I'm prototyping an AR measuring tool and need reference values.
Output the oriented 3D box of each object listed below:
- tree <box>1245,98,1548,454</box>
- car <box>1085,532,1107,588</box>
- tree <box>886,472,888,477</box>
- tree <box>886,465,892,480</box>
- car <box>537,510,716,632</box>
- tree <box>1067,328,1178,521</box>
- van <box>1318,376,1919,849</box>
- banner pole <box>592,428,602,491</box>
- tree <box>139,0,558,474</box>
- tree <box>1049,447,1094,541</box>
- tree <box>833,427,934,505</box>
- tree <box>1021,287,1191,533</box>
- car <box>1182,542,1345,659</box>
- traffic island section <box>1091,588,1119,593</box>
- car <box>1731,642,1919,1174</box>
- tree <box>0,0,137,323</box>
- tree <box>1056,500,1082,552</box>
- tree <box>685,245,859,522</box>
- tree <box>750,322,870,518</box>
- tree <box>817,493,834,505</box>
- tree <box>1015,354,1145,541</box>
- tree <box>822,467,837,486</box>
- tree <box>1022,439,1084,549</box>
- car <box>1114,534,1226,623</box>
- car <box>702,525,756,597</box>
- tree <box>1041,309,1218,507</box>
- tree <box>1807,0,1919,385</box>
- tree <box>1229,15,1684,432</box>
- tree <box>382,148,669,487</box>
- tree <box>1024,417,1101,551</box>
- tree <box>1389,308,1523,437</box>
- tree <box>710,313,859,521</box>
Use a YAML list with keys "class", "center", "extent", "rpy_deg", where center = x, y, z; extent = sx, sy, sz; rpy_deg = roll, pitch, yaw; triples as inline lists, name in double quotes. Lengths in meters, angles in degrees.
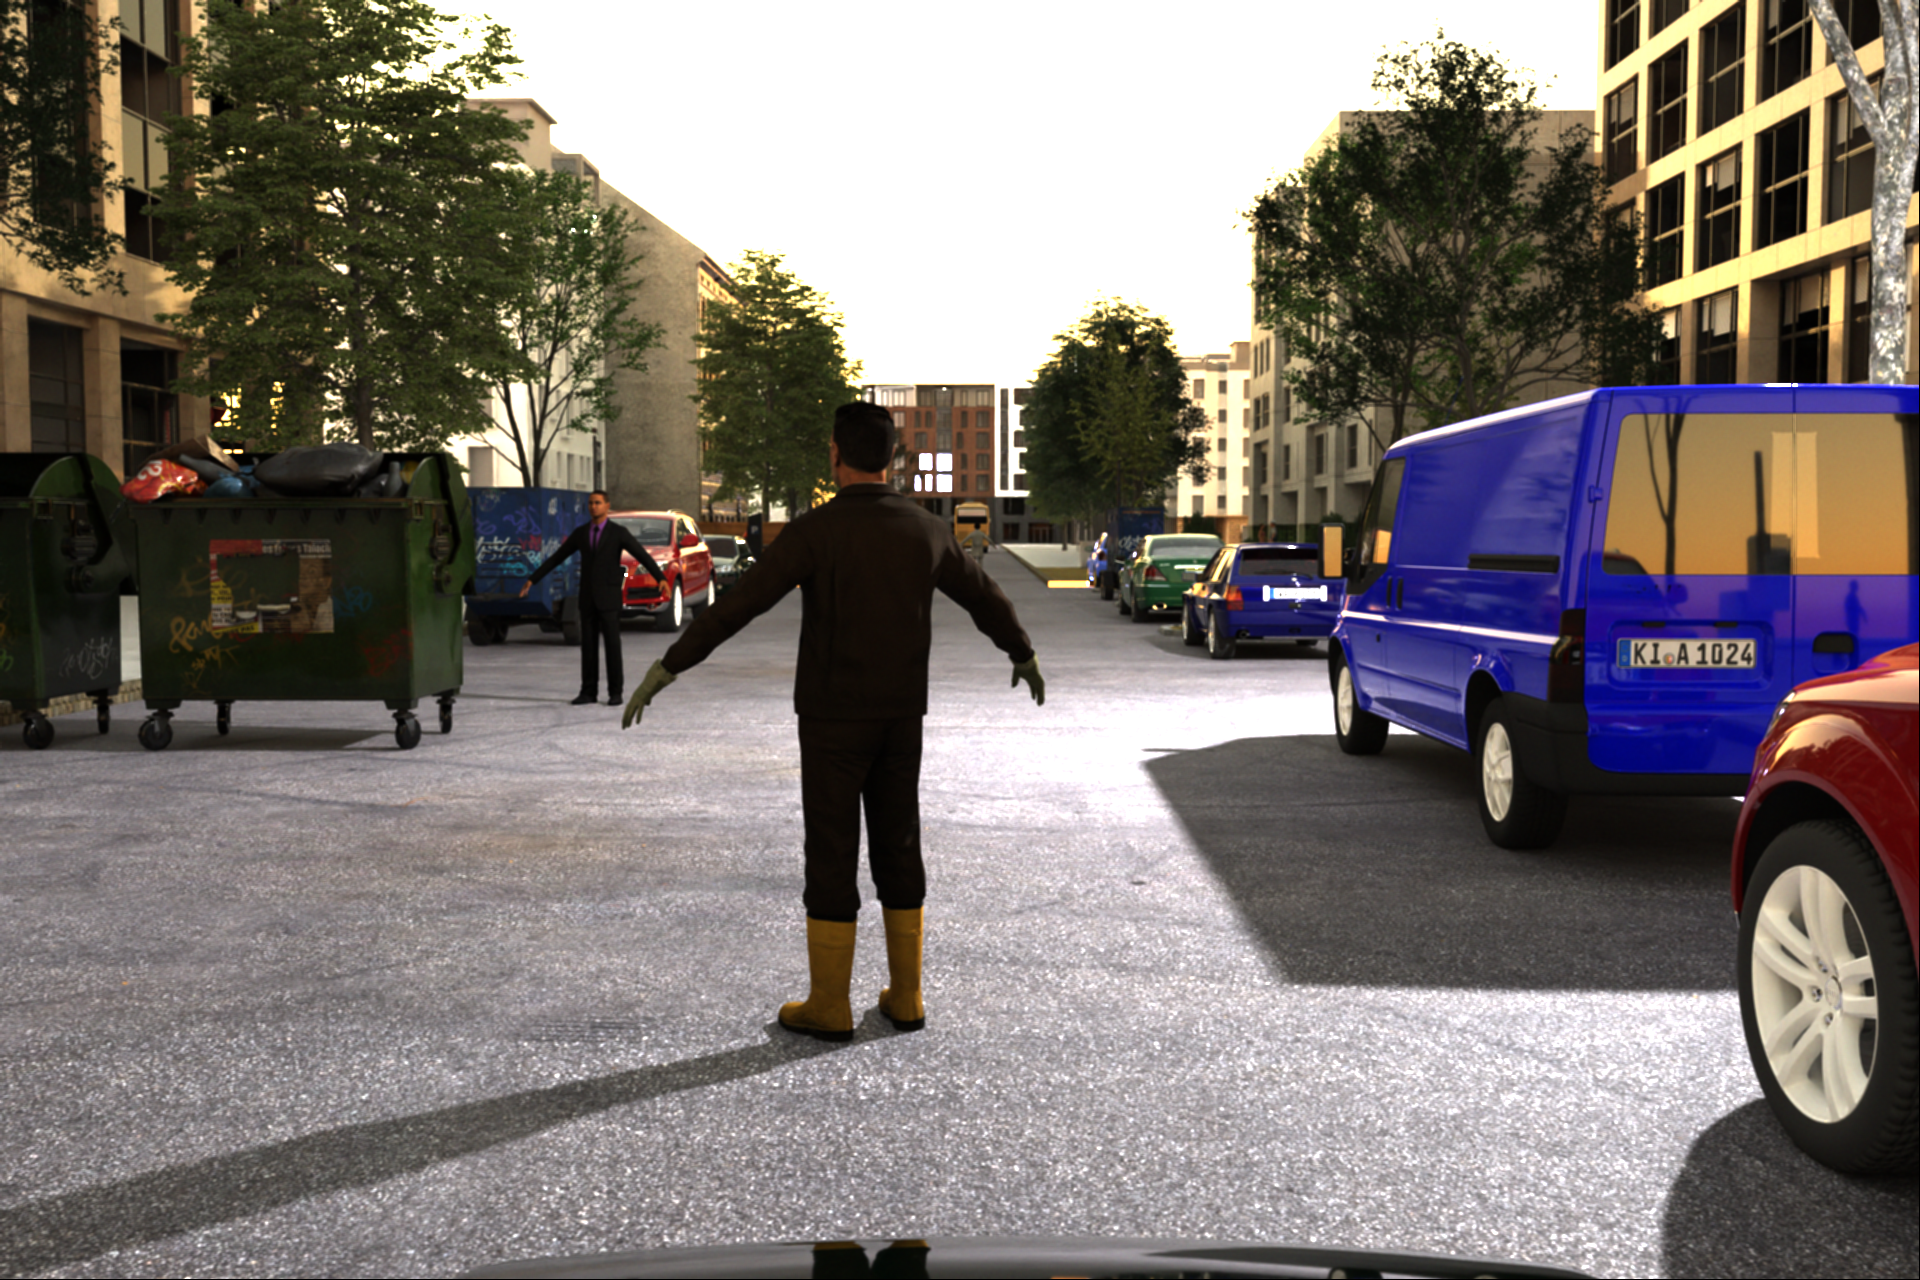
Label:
- class: "tree"
  center: [10.493, -7.089, 41.668]
  extent: [9.928, 11.665, 9.643]
  rpy_deg: [0, 3, 0]
- class: "car"
  center: [4.327, -2.246, 46.306]
  extent: [1.945, 1.707, 3.694]
  rpy_deg: [0, 4, 0]
- class: "tree"
  center: [-7.433, -10.992, 130.077]
  extent: [4.737, 8.622, 4.395]
  rpy_deg: [0, 3, 0]
- class: "tree"
  center: [-7.143, -10.435, 120.969]
  extent: [4.737, 8.622, 4.395]
  rpy_deg: [0, 3, 0]
- class: "car"
  center: [-5.089, -1.116, 26.919]
  extent: [2.281, 1.827, 5.304]
  rpy_deg: [0, 4, 1]
- class: "tree"
  center: [5.892, -6.775, 61.126]
  extent: [4.737, 8.622, 4.395]
  rpy_deg: [0, 3, 0]
- class: "van"
  center: [3.398, -0.314, 9.515]
  extent: [2.240, 2.365, 5.245]
  rpy_deg: [0, 4, 1]
- class: "banner pole"
  center: [-8.579, -3.121, 41.038]
  extent: [0.401, 3.779, 0.863]
  rpy_deg: [0, 4, 2]
- class: "tree"
  center: [-11.168, -6.962, 31.962]
  extent: [7.486, 12.596, 7.792]
  rpy_deg: [0, 3, 0]
- class: "tree"
  center: [7.929, -9.518, 105.990]
  extent: [4.360, 8.622, 3.978]
  rpy_deg: [0, 3, 0]
- class: "tree"
  center: [-6.641, -12.586, 140.191]
  extent: [8.767, 10.594, 7.601]
  rpy_deg: [-1, 4, -19]
- class: "tree"
  center: [7.893, -11.290, 91.241]
  extent: [9.857, 13.997, 8.962]
  rpy_deg: [0, 3, 0]
- class: "car"
  center: [3.738, -0.523, 21.126]
  extent: [1.945, 1.354, 3.894]
  rpy_deg: [0, 4, 0]
- class: "traffic island section"
  center: [4.243, -1.217, 42.767]
  extent: [1.991, 0.108, 1.994]
  rpy_deg: [0, 4, 2]
- class: "car"
  center: [2.941, 0.390, 2.292]
  extent: [2.281, 1.827, 5.304]
  rpy_deg: [0, 4, 0]
- class: "tree"
  center: [-11.799, -5.077, 17.424]
  extent: [8.767, 10.594, 7.601]
  rpy_deg: [2, 4, 24]
- class: "tree"
  center: [8.396, -10.600, 123.672]
  extent: [4.360, 8.622, 3.978]
  rpy_deg: [0, 3, 0]
- class: "tree"
  center: [-7.455, -9.208, 68.682]
  extent: [7.486, 12.596, 7.792]
  rpy_deg: [0, 3, 0]
- class: "tree"
  center: [-8.009, -10.645, 92.166]
  extent: [7.486, 12.596, 7.792]
  rpy_deg: [0, 3, 0]
- class: "tree"
  center: [-18.243, -17.776, 240.992]
  extent: [4.360, 8.622, 3.978]
  rpy_deg: [0, 3, 0]
- class: "tree"
  center: [8.547, -12.811, 116.109]
  extent: [9.857, 13.997, 8.962]
  rpy_deg: [0, 3, 0]
- class: "tree"
  center: [-7.400, -10.000, 113.854]
  extent: [4.737, 8.622, 4.395]
  rpy_deg: [0, 3, 0]
- class: "tree"
  center: [9.014, -14.239, 150.935]
  extent: [7.486, 12.596, 7.792]
  rpy_deg: [0, 3, 0]
- class: "car"
  center: [3.720, -1.076, 29.394]
  extent: [2.131, 1.459, 4.920]
  rpy_deg: [0, 4, 1]
- class: "car"
  center: [-5.413, -1.693, 37.467]
  extent: [2.009, 1.686, 4.222]
  rpy_deg: [0, 4, 1]
- class: "tree"
  center: [7.314, -8.429, 72.230]
  extent: [7.601, 10.594, 8.767]
  rpy_deg: [2, 4, 24]
- class: "tree"
  center: [8.540, -9.956, 18.668]
  extent: [12.611, 20.169, 13.585]
  rpy_deg: [0, 3, 0]
- class: "tree"
  center: [9.380, -5.910, 31.047]
  extent: [8.767, 10.594, 7.601]
  rpy_deg: [-2, 4, -31]
- class: "tree"
  center: [-11.611, -7.392, 46.621]
  extent: [9.928, 11.665, 9.643]
  rpy_deg: [0, 3, 0]
- class: "tree"
  center: [8.511, -13.208, 134.073]
  extent: [7.486, 12.596, 7.792]
  rpy_deg: [0, 3, 0]
- class: "tree"
  center: [16.035, -6.423, 55.383]
  extent: [4.737, 8.622, 4.395]
  rpy_deg: [0, 3, 0]
- class: "tree"
  center: [-7.849, -9.462, 80.465]
  extent: [9.928, 11.665, 9.643]
  rpy_deg: [0, 3, 0]
